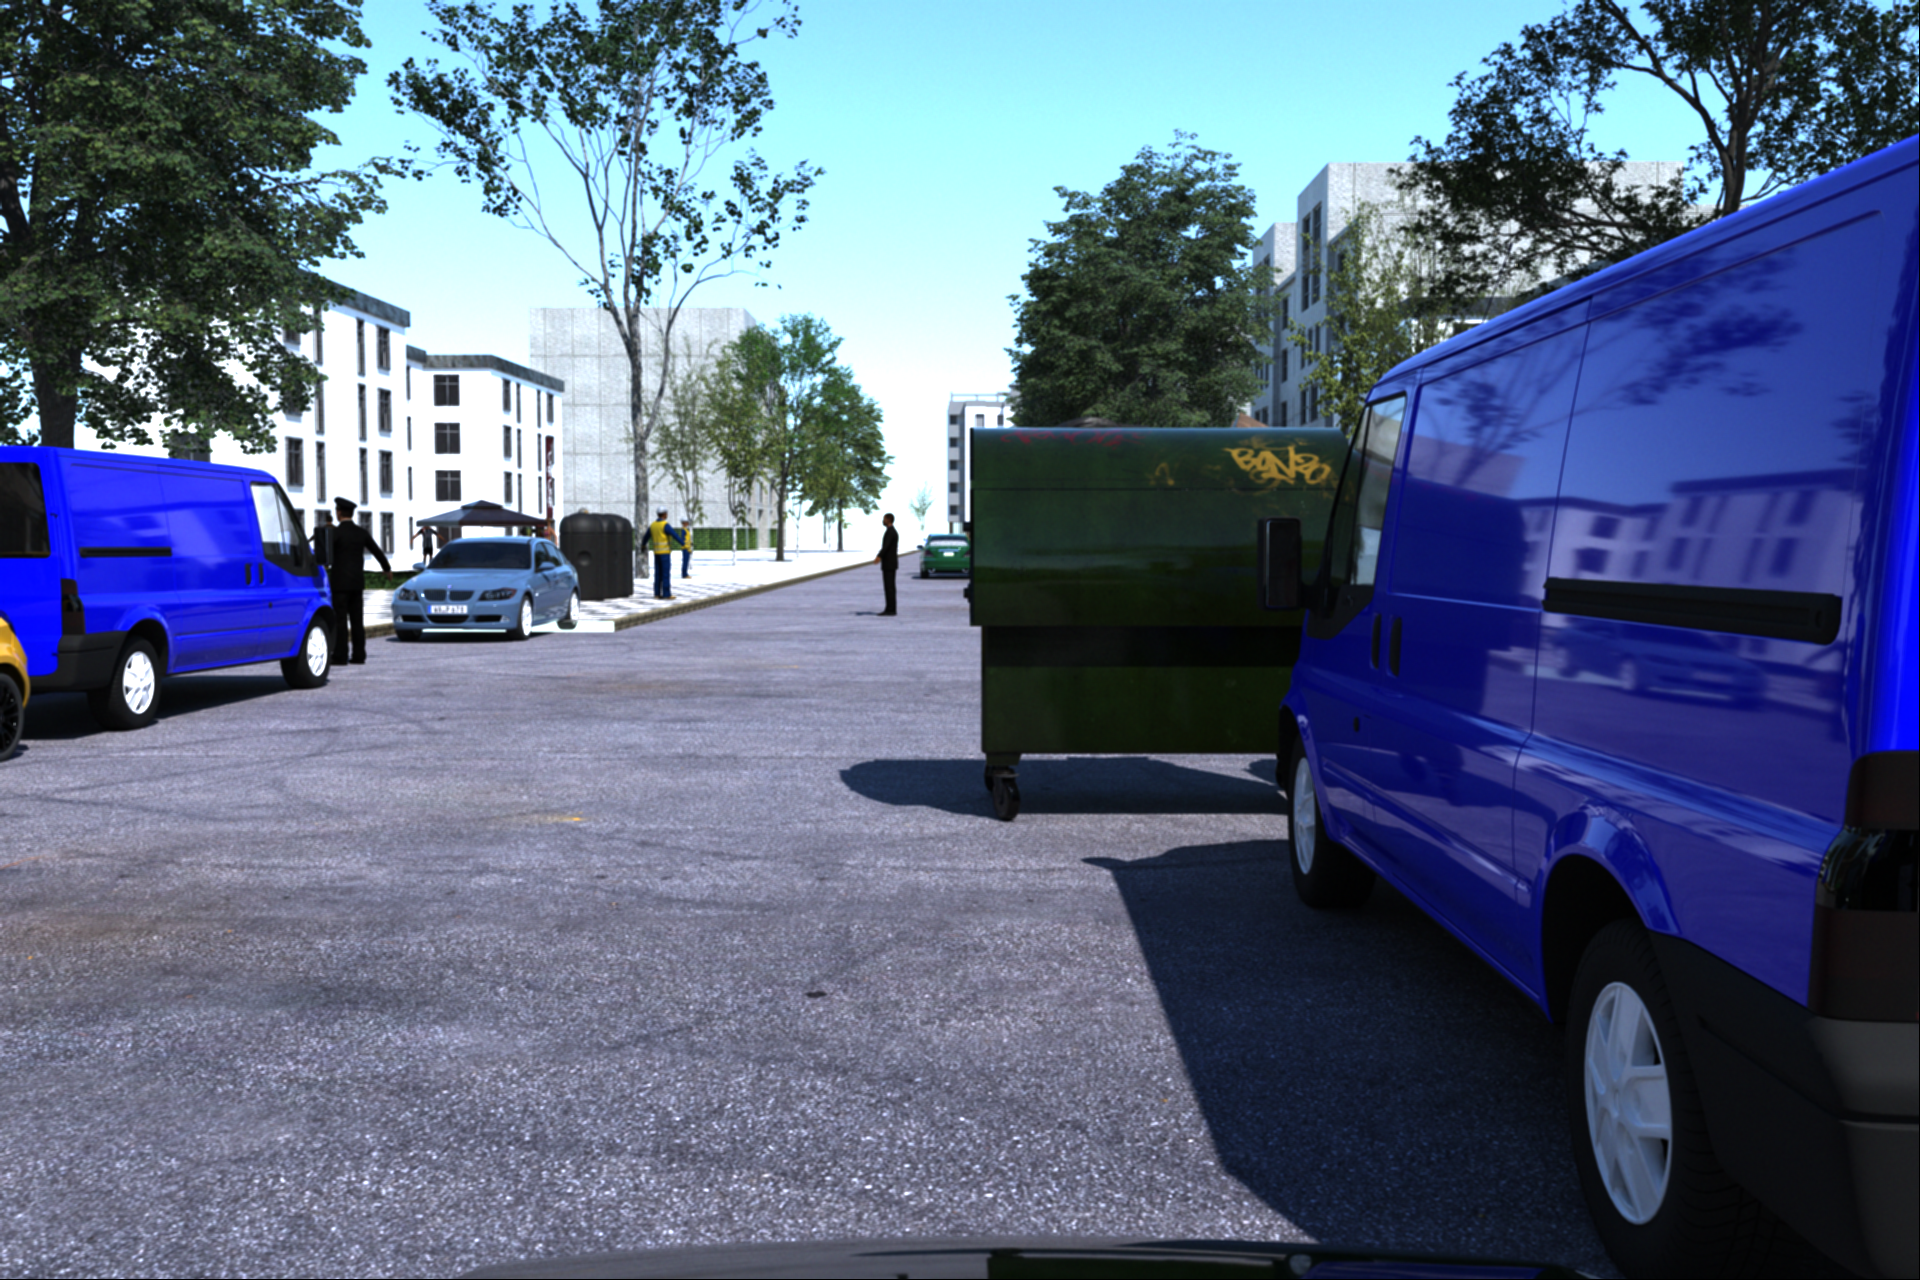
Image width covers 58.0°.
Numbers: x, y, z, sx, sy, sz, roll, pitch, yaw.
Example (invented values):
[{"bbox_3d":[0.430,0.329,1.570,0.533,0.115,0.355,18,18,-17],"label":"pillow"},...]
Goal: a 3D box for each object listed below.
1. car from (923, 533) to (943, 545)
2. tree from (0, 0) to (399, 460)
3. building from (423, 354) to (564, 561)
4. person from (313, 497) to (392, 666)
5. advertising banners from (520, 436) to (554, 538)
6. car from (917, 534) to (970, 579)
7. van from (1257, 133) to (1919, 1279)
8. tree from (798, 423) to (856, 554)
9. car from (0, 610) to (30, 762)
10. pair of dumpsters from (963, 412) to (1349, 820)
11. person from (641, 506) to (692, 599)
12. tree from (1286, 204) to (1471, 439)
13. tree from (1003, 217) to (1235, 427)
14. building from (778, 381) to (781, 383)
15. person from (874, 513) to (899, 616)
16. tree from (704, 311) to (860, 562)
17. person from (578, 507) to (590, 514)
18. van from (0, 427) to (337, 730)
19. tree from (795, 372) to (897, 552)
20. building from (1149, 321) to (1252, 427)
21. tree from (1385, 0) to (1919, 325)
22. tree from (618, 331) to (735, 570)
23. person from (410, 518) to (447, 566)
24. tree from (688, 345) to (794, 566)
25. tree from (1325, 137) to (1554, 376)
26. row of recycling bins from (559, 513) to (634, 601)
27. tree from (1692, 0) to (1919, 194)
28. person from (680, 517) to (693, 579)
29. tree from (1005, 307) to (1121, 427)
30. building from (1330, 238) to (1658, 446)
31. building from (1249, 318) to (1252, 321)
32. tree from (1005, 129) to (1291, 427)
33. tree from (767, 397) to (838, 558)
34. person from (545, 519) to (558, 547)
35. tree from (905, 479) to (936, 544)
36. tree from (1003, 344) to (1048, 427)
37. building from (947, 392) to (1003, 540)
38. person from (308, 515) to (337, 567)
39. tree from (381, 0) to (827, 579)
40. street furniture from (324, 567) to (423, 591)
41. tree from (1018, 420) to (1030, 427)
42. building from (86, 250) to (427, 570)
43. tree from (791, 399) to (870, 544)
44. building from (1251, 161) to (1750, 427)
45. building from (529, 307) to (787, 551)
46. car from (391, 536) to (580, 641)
[{"bbox_3d":[-1.676,-7.078,125.320,1.945,1.707,3.694,0,4,1],"label":"car"},{"bbox_3d":[-12.823,-7.182,24.079,9.857,13.997,8.962,0,3,0],"label":"tree"},{"bbox_3d":[-26.239,-9.357,95.128,9.099,9.664,28.070,0,4,1],"label":"building"},{"bbox_3d":[-6.742,-0.648,18.992,0.705,1.837,1.347,2,4,33],"label":"person"},{"bbox_3d":[-7.388,-2.093,30.402,0.090,3.025,2.074,0,4,2],"label":"advertising banners"},{"bbox_3d":[-0.371,-2.749,56.741,2.131,1.459,4.920,0,4,0],"label":"car"},{"bbox_3d":[2.214,-0.032,4.902,2.240,2.365,5.245,0,4,0],"label":"van"},{"bbox_3d":[-8.345,-9.774,110.169,4.737,8.622,4.395,0,3,0],"label":"tree"},{"bbox_3d":[-6.870,0.047,9.452,2.015,1.641,3.980,0,4,1],"label":"car"},{"bbox_3d":[2.233,-0.256,9.139,4.436,2.255,1.574,0,4,0],"label":"pair of dumpsters"},{"bbox_3d":[-5.850,-1.725,34.165,1.349,1.833,0.705,2,4,35],"label":"person"},{"bbox_3d":[9.279,-5.392,38.524,4.737,8.622,4.395,0,3,0],"label":"tree"},{"bbox_3d":[6.628,-9.979,69.817,9.857,13.997,8.962,0,3,0],"label":"tree"},{"bbox_3d":[-23.929,-19.157,169.633,16.016,20.090,11.380,0,4,1],"label":"building"},{"bbox_3d":[-1.269,-1.332,30.465,0.704,1.802,1.346,1,4,9],"label":"person"},{"bbox_3d":[-8.254,-9.455,80.345,9.928,11.665,9.643,0,3,0],"label":"tree"},{"bbox_3d":[-8.133,-1.941,37.504,0.705,1.858,1.354,3,5,45],"label":"person"},{"bbox_3d":[-6.907,-0.608,14.324,2.240,2.365,5.245,0,4,1],"label":"van"},{"bbox_3d":[-8.099,-12.467,121.962,7.486,12.596,7.792,0,3,0],"label":"tree"},{"bbox_3d":[25.847,-17.495,152.501,16.747,18.905,31.486,0,4,1],"label":"building"},{"bbox_3d":[8.328,-5.221,19.768,7.601,10.594,8.767,-1,4,-18],"label":"tree"},{"bbox_3d":[-9.497,-6.843,62.240,4.360,8.622,3.978,0,3,0],"label":"tree"},{"bbox_3d":[-18.026,-3.214,58.686,1.345,1.843,0.704,-3,5,-40],"label":"person"},{"bbox_3d":[-8.717,-7.232,68.599,4.737,8.622,4.395,0,3,0],"label":"tree"},{"bbox_3d":[8.627,-5.055,33.004,4.360,8.622,3.978,0,3,0],"label":"tree"},{"bbox_3d":[-7.223,-1.688,34.719,1.069,1.692,3.534,0,4,1],"label":"row of recycling bins"},{"bbox_3d":[21.141,-10.970,35.247,12.611,20.169,13.585,0,3,0],"label":"tree"},{"bbox_3d":[-7.827,-2.657,49.898,0.721,1.772,1.216,0,4,-2],"label":"person"},{"bbox_3d":[5.855,-10.033,82.166,7.486,12.596,7.792,0,3,0],"label":"tree"},{"bbox_3d":[20.419,-7.299,61.488,9.099,9.664,28.070,0,4,1],"label":"building"},{"bbox_3d":[27.593,-21.241,178.220,19.493,23.208,18.063,0,4,1],"label":"building"},{"bbox_3d":[5.825,-9.147,56.216,9.857,13.997,8.962,0,3,0],"label":"tree"},{"bbox_3d":[-8.665,-8.723,92.991,4.737,8.622,4.395,0,3,0],"label":"tree"},{"bbox_3d":[-11.782,-2.595,49.228,1.217,1.733,0.721,3,5,42],"label":"person"},{"bbox_3d":[-4.442,-16.593,221.652,4.360,8.622,3.978,0,3,0],"label":"tree"},{"bbox_3d":[7.184,-12.142,105.176,9.857,13.997,8.962,0,3,0],"label":"tree"},{"bbox_3d":[-1.280,-22.178,221.494,11.380,20.090,16.016,0,4,-5],"label":"building"},{"bbox_3d":[-17.673,-2.595,48.574,1.346,1.812,0.704,-2,4,-28],"label":"person"},{"bbox_3d":[-9.937,-11.744,47.905,12.611,20.169,13.585,0,3,0],"label":"tree"},{"bbox_3d":[-14.752,-1.563,41.188,10.072,0.657,5.734,1,4,9],"label":"street furniture"},{"bbox_3d":[6.327,-9.803,94.694,8.767,10.594,7.601,0,4,5],"label":"tree"},{"bbox_3d":[-25.255,-7.541,65.449,9.099,9.664,28.070,0,4,0],"label":"building"},{"bbox_3d":[-16.497,-22.554,224.642,12.611,20.169,13.585,0,3,0],"label":"tree"},{"bbox_3d":[26.011,-13.732,90.983,16.747,18.905,31.486,0,4,1],"label":"building"},{"bbox_3d":[-25.111,-17.393,150.838,16.747,18.905,31.486,0,3,0],"label":"building"},{"bbox_3d":[-6.672,-0.783,24.808,2.014,1.417,4.499,0,4,1],"label":"car"}]
